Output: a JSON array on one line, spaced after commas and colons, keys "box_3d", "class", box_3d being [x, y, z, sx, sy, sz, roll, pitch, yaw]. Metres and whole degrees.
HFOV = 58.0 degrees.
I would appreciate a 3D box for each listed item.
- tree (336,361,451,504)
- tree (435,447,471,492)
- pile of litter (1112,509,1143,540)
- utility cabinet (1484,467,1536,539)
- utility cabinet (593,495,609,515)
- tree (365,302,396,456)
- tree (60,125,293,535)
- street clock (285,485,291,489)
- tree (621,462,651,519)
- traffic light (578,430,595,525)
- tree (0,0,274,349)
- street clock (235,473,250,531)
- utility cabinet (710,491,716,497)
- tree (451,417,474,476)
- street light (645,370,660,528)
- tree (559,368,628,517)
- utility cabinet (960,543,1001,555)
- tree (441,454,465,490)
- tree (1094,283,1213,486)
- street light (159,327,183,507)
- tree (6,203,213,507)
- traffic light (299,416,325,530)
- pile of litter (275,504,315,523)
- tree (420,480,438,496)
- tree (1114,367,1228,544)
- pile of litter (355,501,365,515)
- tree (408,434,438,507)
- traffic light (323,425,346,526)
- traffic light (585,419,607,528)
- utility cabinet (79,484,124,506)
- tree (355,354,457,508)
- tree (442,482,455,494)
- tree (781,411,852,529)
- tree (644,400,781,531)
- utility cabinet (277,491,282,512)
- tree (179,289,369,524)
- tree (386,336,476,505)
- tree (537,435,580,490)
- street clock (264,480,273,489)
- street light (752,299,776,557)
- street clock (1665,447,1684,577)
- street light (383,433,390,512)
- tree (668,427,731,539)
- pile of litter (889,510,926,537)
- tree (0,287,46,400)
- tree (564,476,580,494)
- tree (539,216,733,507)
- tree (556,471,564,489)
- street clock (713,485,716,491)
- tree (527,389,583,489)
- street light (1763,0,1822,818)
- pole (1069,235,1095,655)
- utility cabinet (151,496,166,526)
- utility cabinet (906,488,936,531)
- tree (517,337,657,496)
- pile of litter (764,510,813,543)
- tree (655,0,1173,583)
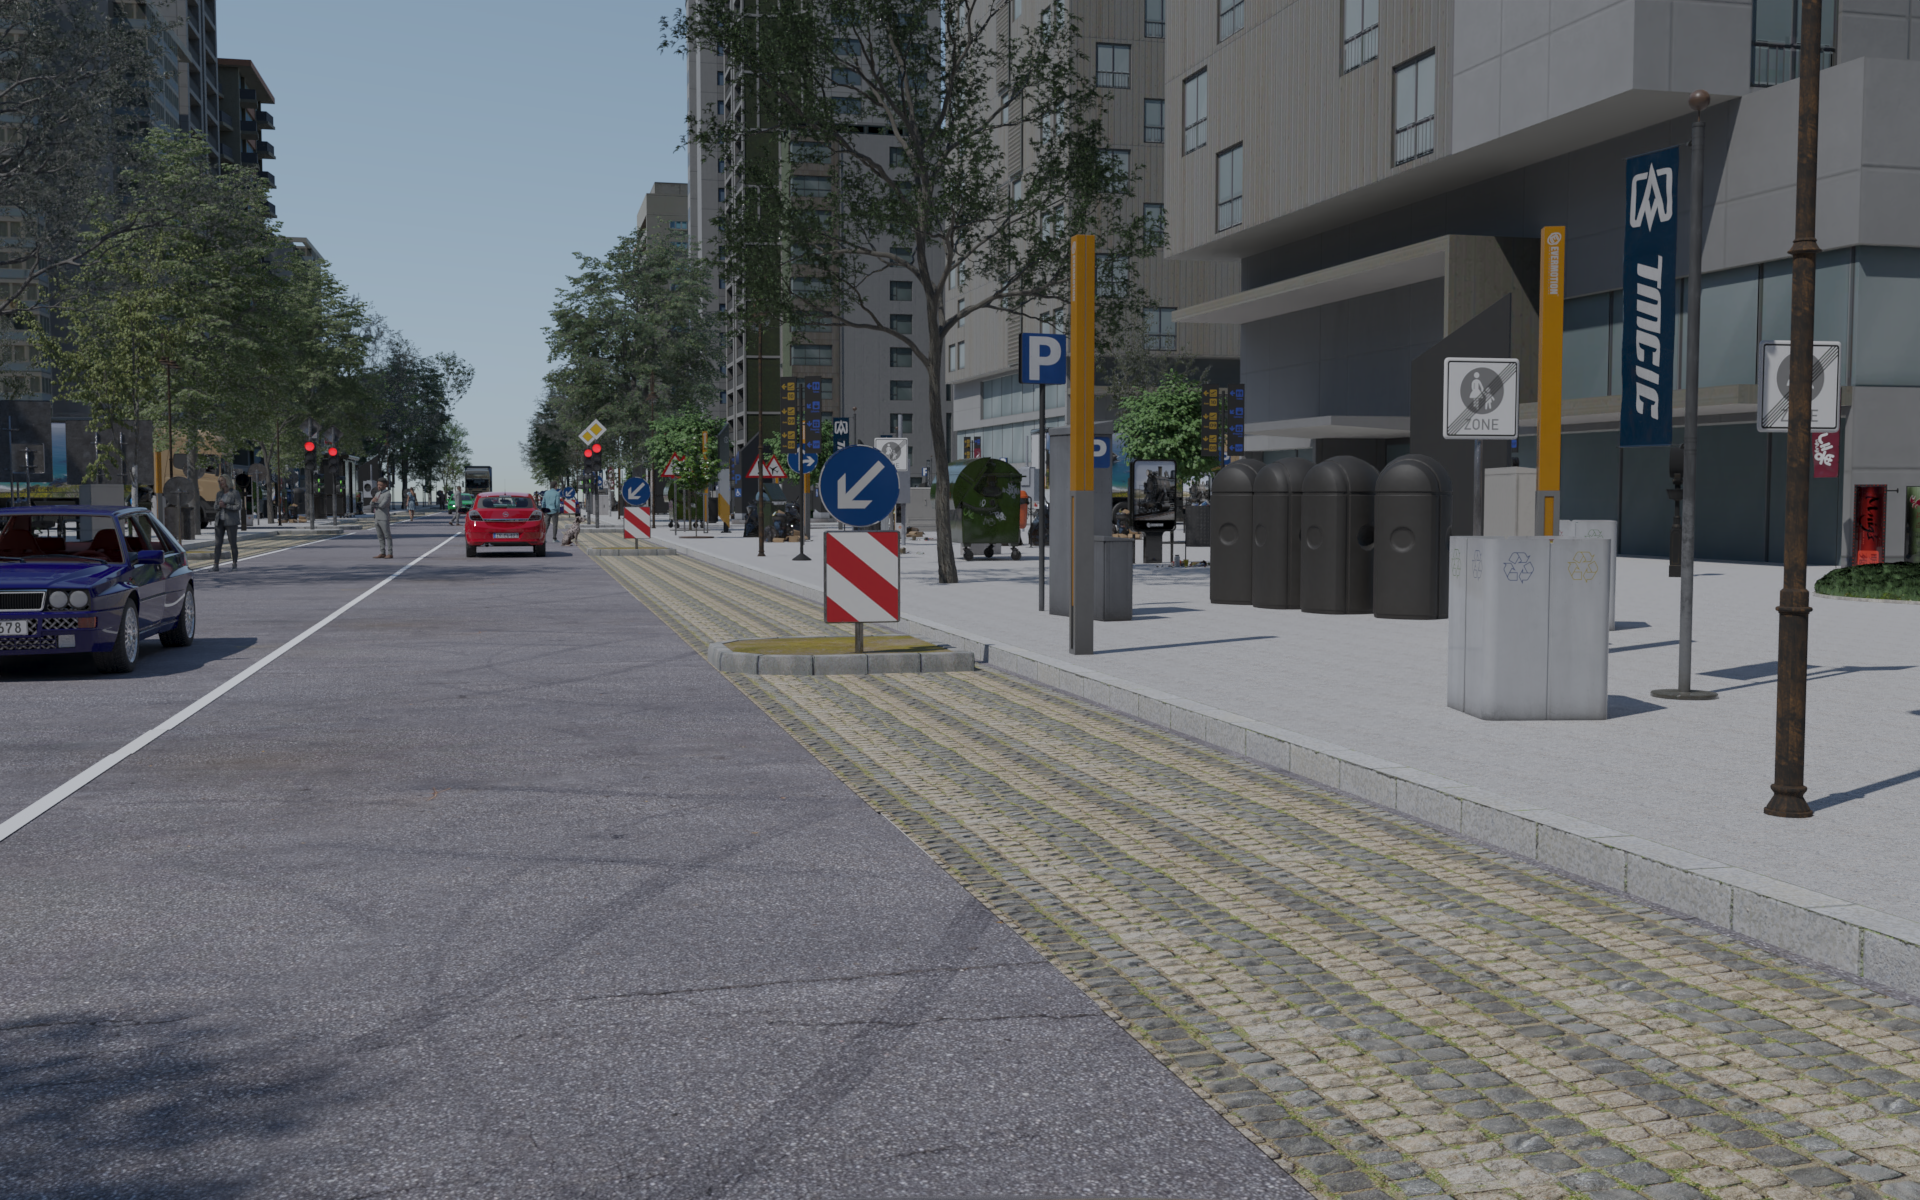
[{"box_3d": [-44.895, -12.729, 133.876, 9.928, 11.665, 9.643, 0, 3, 0], "class": "tree"}, {"box_3d": [-86.198, -22.052, 294.966, 7.601, 10.594, 8.767, -1, 4, -8], "class": "tree"}, {"box_3d": [4.645, -2.128, 48.761, 1.719, 0.858, 1.176, 1, 4, 19], "class": "pile of litter"}, {"box_3d": [4.692, -0.361, 14.578, 0.318, 1.500, 1.173, 0, 4, 5], "class": "utility cabinet"}, {"box_3d": [-21.798, -5.759, 105.329, 1.020, 1.237, 0.306, 0, 4, 3], "class": "utility cabinet"}, {"box_3d": [-31.115, -10.081, 82.951, 7.486, 12.596, 7.792, 0, 3, 0], "class": "tree"}, {"box_3d": [-24.096, -8.331, 54.346, 7.486, 12.596, 7.792, 0, 3, 0], "class": "tree"}, {"box_3d": [-51.907, -7.908, 133.870, 0.358, 2.002, 0.471, 0, 4, 4], "class": "street clock"}, {"box_3d": [-17.095, -5.818, 89.723, 1.663, 3.219, 1.824, 0, 3, 0], "class": "tree"}, {"box_3d": [-15.561, -5.107, 72.425, 0.839, 4.253, 0.868, -1, 4, -14], "class": "traffic light"}, {"box_3d": [-16.552, -7.099, 26.442, 12.009, 13.543, 11.850, 0, 3, 0], "class": "tree"}, {"box_3d": [-24.944, -3.406, 60.261, 0.471, 2.002, 0.358, -1, 4, -23], "class": "street clock"}, {"box_3d": [-18.004, -7.192, 126.267, 1.173, 1.500, 0.318, -1, 4, -16], "class": "utility cabinet"}, {"box_3d": [-68.462, -18.607, 229.980, 9.928, 11.665, 9.643, 0, 3, 0], "class": "tree"}, {"box_3d": [-11.433, -5.609, 64.488, 0.468, 5.910, 1.993, -1, 4, -14], "class": "street light"}, {"box_3d": [-20.033, -9.026, 97.943, 4.360, 8.622, 3.978, 0, 3, 0], "class": "tree"}, {"box_3d": [0.448, -1.552, 36.544, 0.306, 1.237, 1.020, 3, 5, 42], "class": "utility cabinet"}, {"box_3d": [-80.901, -19.929, 276.197, 4.737, 8.622, 4.395, 0, 3, 0], "class": "tree"}, {"box_3d": [6.390, -6.714, 60.138, 4.360, 8.622, 3.978, 0, 3, 0], "class": "tree"}, {"box_3d": [-21.923, -4.605, 48.083, 0.468, 5.910, 1.993, -1, 4, -14], "class": "street light"}, {"box_3d": [-20.915, -5.677, 43.189, 4.737, 8.622, 4.395, 0, 3, 0], "class": "tree"}, {"box_3d": [-23.286, -4.482, 62.207, 0.839, 4.253, 0.868, -1, 4, -14], "class": "traffic light"}, {"box_3d": [-29.569, -3.858, 77.041, 1.719, 0.858, 1.176, -1, 4, -18], "class": "pile of litter"}, {"box_3d": [-56.045, -11.472, 182.172, 1.663, 3.219, 1.824, 0, 3, 0], "class": "tree"}, {"box_3d": [5.603, -3.750, 45.023, 4.285, 4.588, 4.351, 0, 3, 0], "class": "tree"}, {"box_3d": [-37.994, -5.808, 108.927, 1.176, 0.858, 1.719, -2, 4, -26], "class": "pile of litter"}, {"box_3d": [-54.922, -13.855, 176.889, 4.360, 8.622, 3.978, 0, 3, 0], "class": "tree"}, {"box_3d": [-25.259, -4.956, 69.946, 0.839, 4.253, 0.868, -1, 4, -14], "class": "traffic light"}, {"box_3d": [-13.588, -4.634, 64.687, 0.839, 4.253, 0.868, -1, 4, -14], "class": "traffic light"}, {"box_3d": [-19.308, -1.853, 38.973, 0.318, 1.500, 1.173, 1, 4, 8], "class": "utility cabinet"}, {"box_3d": [-49.718, -15.190, 155.017, 9.857, 13.997, 8.962, 0, 3, 0], "class": "tree"}, {"box_3d": [-69.899, -14.766, 236.023, 1.663, 3.219, 1.824, 0, 3, 0], "class": "tree"}, {"box_3d": [-5.575, -4.938, 64.444, 4.285, 4.588, 4.351, 0, 3, 0], "class": "tree"}, {"box_3d": [-9.446, -4.722, 60.925, 4.285, 4.588, 4.351, 0, 3, 0], "class": "tree"}, {"box_3d": [-53.334, -7.781, 135.892, 1.173, 1.500, 0.318, -2, 4, -34], "class": "utility cabinet"}, {"box_3d": [-29.743, -8.581, 74.711, 8.767, 10.594, 7.601, -1, 4, -10], "class": "tree"}, {"box_3d": [-65.259, -21.576, 208.649, 12.611, 20.169, 13.585, 0, 3, 0], "class": "tree"}, {"box_3d": [-53.923, -18.960, 235.757, 9.928, 11.665, 9.643, 0, 3, 0], "class": "tree"}, {"box_3d": [-36.289, -5.290, 91.066, 0.471, 2.002, 0.358, 1, 4, 16], "class": "street clock"}, {"box_3d": [-4.084, -3.833, 35.458, 0.468, 5.910, 1.993, -1, 4, -14], "class": "street light"}, {"box_3d": [11.063, -1.354, 26.716, 0.358, 2.002, 0.471, 2, 4, 27], "class": "street clock"}, {"box_3d": [-42.012, -9.444, 127.197, 0.468, 5.910, 1.993, -1, 4, -14], "class": "street light"}, {"box_3d": [-7.749, -3.409, 50.339, 1.663, 3.219, 1.824, 0, 3, 0], "class": "tree"}, {"box_3d": [-1.571, -2.319, 51.886, 1.176, 0.858, 1.719, 1, 4, 23], "class": "pile of litter"}, {"box_3d": [-32.271, -6.512, 56.835, 4.360, 8.622, 3.978, 0, 3, 0], "class": "tree"}, {"box_3d": [-38.134, -10.818, 171.478, 1.663, 3.219, 1.824, 0, 3, 0], "class": "tree"}, {"box_3d": [-15.204, -10.651, 80.793, 9.857, 13.997, 8.962, 0, 3, 0], "class": "tree"}, {"box_3d": [-57.035, -18.112, 246.500, 4.737, 8.622, 4.395, 0, 3, 0], "class": "tree"}, {"box_3d": [-20.394, -8.572, 144.725, 0.471, 2.002, 0.358, -2, 4, -29], "class": "street clock"}, {"box_3d": [-40.509, -15.831, 176.960, 7.486, 12.596, 7.792, 0, 3, 0], "class": "tree"}, {"box_3d": [3.317, -2.078, 6.758, 0.468, 5.910, 1.993, -1, 4, -14], "class": "street light"}, {"box_3d": [0.971, -1.219, 13.779, 0.158, 3.312, 0.155, 0, 3, 0], "class": "pole"}, {"box_3d": [-28.583, -3.083, 61.571, 1.020, 1.237, 0.306, 3, 5, 40], "class": "utility cabinet"}, {"box_3d": [-1.319, -3.069, 58.853, 1.173, 1.500, 0.318, -1, 4, -23], "class": "utility cabinet"}, {"box_3d": [-28.347, -13.694, 134.273, 12.009, 13.543, 11.850, 0, 3, 0], "class": "tree"}, {"box_3d": [-4.609, -1.984, 46.410, 1.719, 0.858, 1.176, -3, 5, -40], "class": "pile of litter"}, {"box_3d": [-0.506, -5.523, 24.717, 7.601, 10.594, 8.767, 0, 4, 7], "class": "tree"}]
